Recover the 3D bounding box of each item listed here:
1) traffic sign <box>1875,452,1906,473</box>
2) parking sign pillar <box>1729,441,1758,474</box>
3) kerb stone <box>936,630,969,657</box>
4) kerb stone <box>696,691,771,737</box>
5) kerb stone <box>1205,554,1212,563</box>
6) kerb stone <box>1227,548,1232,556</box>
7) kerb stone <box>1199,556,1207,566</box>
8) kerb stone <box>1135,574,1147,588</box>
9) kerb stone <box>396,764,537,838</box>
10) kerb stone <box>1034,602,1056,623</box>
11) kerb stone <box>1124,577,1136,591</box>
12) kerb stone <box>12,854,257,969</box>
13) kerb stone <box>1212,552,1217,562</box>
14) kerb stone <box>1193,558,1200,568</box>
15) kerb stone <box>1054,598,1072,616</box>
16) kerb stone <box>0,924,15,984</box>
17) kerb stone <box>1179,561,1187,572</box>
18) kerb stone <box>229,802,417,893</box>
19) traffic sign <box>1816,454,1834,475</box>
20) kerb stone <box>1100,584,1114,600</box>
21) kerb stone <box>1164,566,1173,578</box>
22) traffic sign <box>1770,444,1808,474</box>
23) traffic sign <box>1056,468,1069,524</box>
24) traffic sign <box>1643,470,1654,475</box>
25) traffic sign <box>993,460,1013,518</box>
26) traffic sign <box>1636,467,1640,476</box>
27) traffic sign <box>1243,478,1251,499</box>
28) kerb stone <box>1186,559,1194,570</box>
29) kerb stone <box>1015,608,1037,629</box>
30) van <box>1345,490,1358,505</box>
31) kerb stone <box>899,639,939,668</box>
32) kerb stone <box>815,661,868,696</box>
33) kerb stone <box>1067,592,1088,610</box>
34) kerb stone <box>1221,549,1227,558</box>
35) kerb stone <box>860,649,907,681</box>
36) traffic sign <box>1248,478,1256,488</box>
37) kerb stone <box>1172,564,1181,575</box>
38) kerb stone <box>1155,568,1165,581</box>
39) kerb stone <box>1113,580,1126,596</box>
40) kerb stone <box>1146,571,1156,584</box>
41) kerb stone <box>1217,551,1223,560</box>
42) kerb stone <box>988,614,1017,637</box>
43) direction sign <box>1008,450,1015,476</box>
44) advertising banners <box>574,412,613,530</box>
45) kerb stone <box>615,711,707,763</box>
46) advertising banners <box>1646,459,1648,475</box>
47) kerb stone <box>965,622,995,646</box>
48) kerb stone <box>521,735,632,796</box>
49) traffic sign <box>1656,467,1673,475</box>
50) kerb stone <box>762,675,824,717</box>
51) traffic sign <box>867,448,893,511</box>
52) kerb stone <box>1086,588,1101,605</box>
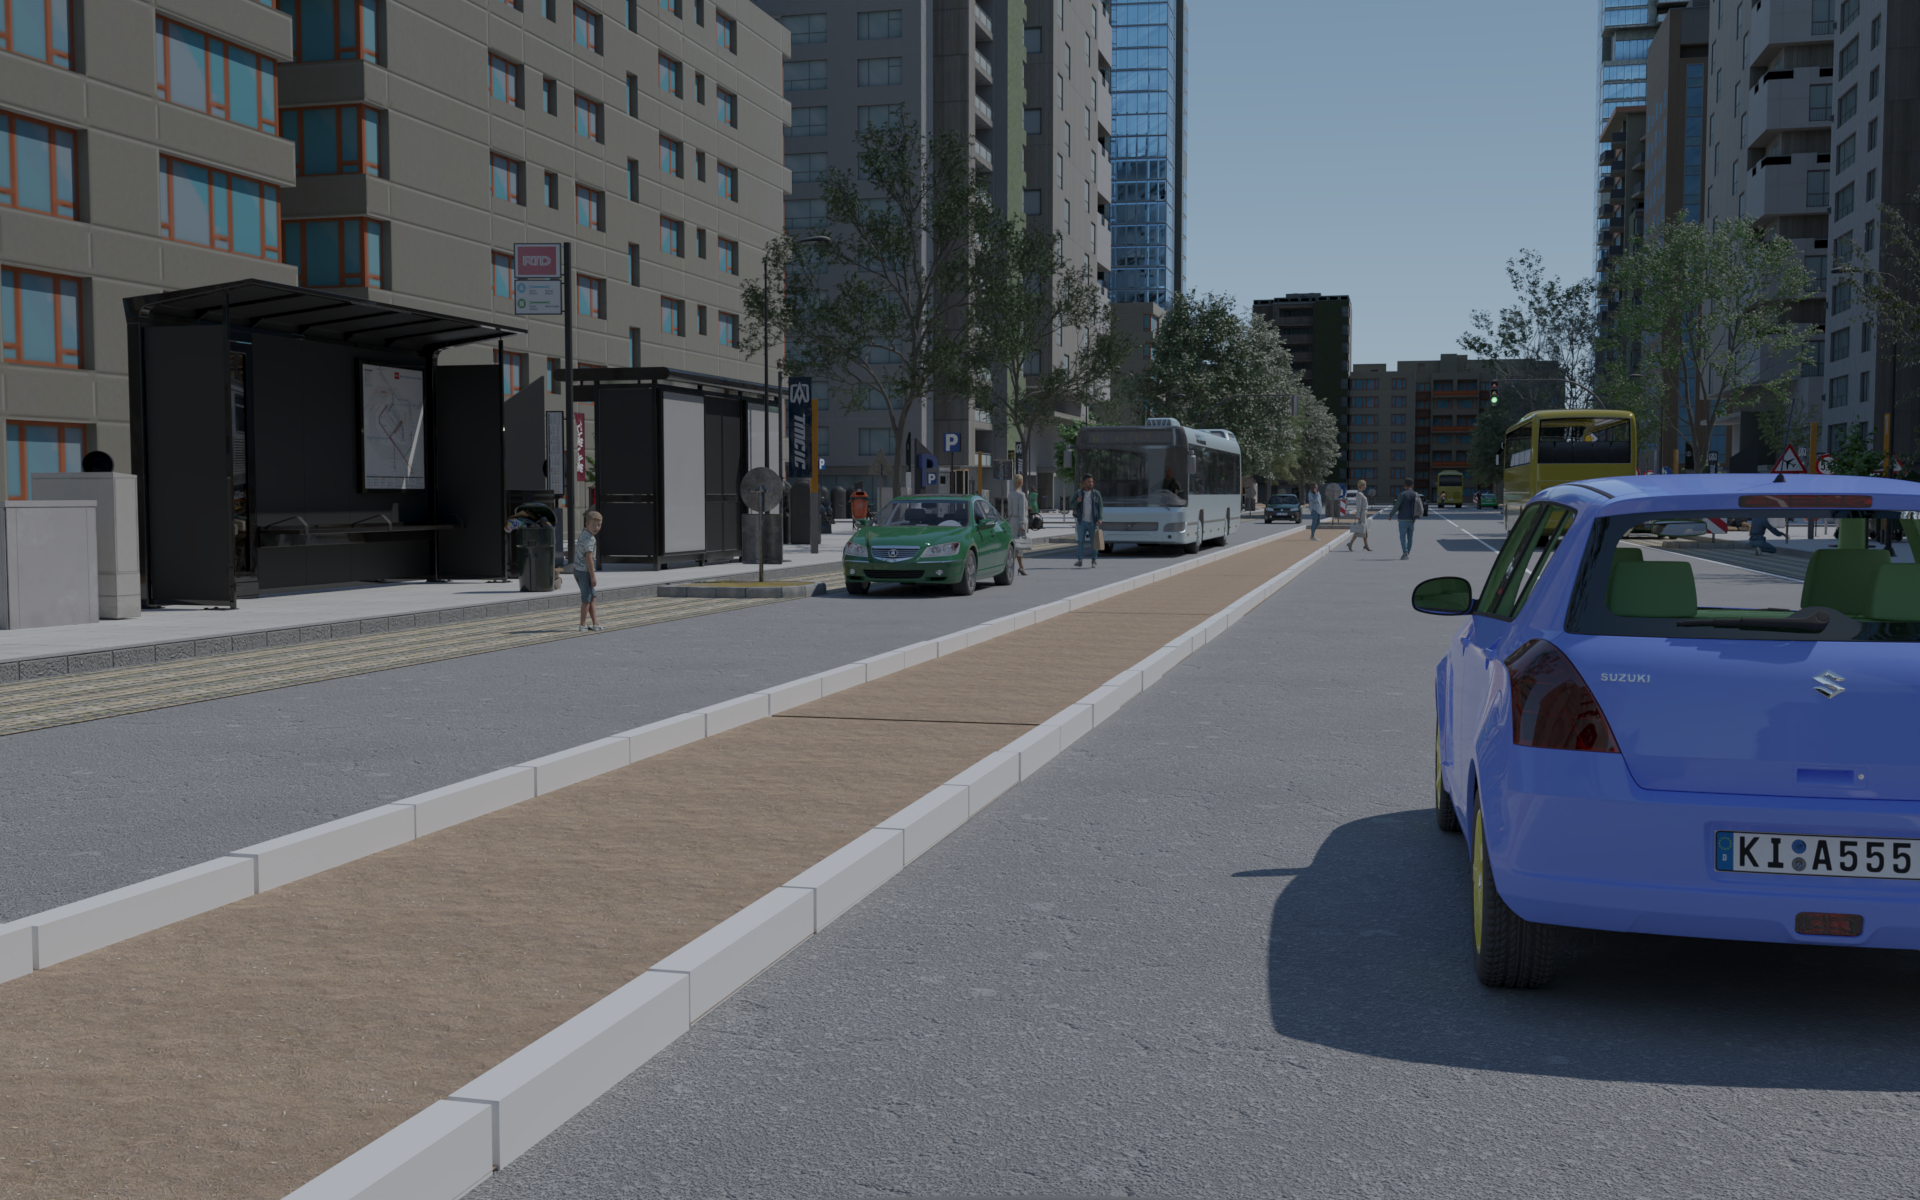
[{"bbox_3d":[24.022,-2.744,44.875,0.884,2.594,0.081,1,4,20],"label":"traffic sign"},{"bbox_3d":[39.280,-6.018,86.861,1.447,3.967,1.447,2,4,25],"label":"parking sign pillar"},{"bbox_3d":[-0.119,0.410,15.606,0.120,0.150,1.000,1,4,14],"label":"kerb stone"},{"bbox_3d":[-1.413,0.708,10.636,0.120,0.150,1.000,1,4,14],"label":"kerb stone"},{"bbox_3d":[4.993,-0.809,35.454,0.120,0.150,1.000,1,4,14],"label":"kerb stone"},{"bbox_3d":[6.017,-1.054,39.426,0.120,0.150,1.000,1,4,14],"label":"kerb stone"},{"bbox_3d":[4.739,-0.750,34.463,0.120,0.150,1.000,1,4,14],"label":"kerb stone"},{"bbox_3d":[2.688,-0.264,26.519,0.120,0.150,1.000,1,4,14],"label":"kerb stone"},{"bbox_3d":[-2.181,0.889,7.657,0.120,0.150,1.000,1,4,14],"label":"kerb stone"},{"bbox_3d":[0.898,0.161,19.569,0.120,0.150,1.000,1,4,14],"label":"kerb stone"},{"bbox_3d":[2.427,-0.200,25.521,0.120,0.150,1.000,1,4,14],"label":"kerb stone"},{"bbox_3d":[-2.688,1.019,5.678,0.120,0.150,1.000,1,4,14],"label":"kerb stone"},{"bbox_3d":[5.247,-0.872,36.449,0.120,0.150,1.000,1,4,14],"label":"kerb stone"},{"bbox_3d":[4.473,-0.689,33.466,0.120,0.150,1.000,1,4,14],"label":"kerb stone"},{"bbox_3d":[1.146,0.109,20.561,0.120,0.150,1.000,1,4,14],"label":"kerb stone"},{"bbox_3d":[-2.940,1.071,4.679,0.120,0.150,1.000,1,4,14],"label":"kerb stone"},{"bbox_3d":[3.963,-0.568,31.486,0.120,0.150,1.000,1,4,14],"label":"kerb stone"},{"bbox_3d":[-2.431,0.950,6.666,0.120,0.150,1.000,1,4,14],"label":"kerb stone"},{"bbox_3d":[27.354,-3.335,54.640,0.768,2.556,0.104,1,4,20],"label":"traffic sign"},{"bbox_3d":[1.916,-0.082,23.530,0.120,0.150,1.000,1,4,14],"label":"kerb stone"},{"bbox_3d":[3.454,-0.447,29.502,0.120,0.150,1.000,1,4,14],"label":"kerb stone"},{"bbox_3d":[21.328,-2.728,44.609,0.884,2.594,0.081,1,4,16],"label":"traffic sign"},{"bbox_3d":[4.460,-4.525,74.094,0.768,2.556,0.104,1,4,15],"label":"traffic sign"},{"bbox_3d":[36.851,-5.656,92.574,0.768,2.556,0.104,1,4,17],"label":"traffic sign"},{"bbox_3d":[1.266,-3.017,51.456,0.606,2.300,0.079,1,4,19],"label":"traffic sign"},{"bbox_3d":[29.847,-4.708,77.083,0.768,2.556,0.104,1,4,17],"label":"traffic sign"},{"bbox_3d":[21.968,-8.149,133.341,0.768,2.556,0.104,1,4,16],"label":"traffic sign"},{"bbox_3d":[4.224,-0.629,32.474,0.120,0.150,1.000,1,4,14],"label":"kerb stone"},{"bbox_3d":[0.638,0.224,18.580,0.120,0.150,1.000,1,4,14],"label":"kerb stone"},{"bbox_3d":[41.952,-10.900,185.218,2.013,2.044,4.112,1,4,14],"label":"van"},{"bbox_3d":[-0.385,0.464,14.615,0.120,0.150,1.000,1,4,14],"label":"kerb stone"},{"bbox_3d":[-0.897,0.589,12.627,0.120,0.150,1.000,1,4,14],"label":"kerb stone"},{"bbox_3d":[1.408,0.039,21.550,0.120,0.150,1.000,1,4,14],"label":"kerb stone"},{"bbox_3d":[5.760,-0.991,38.436,0.120,0.150,1.000,1,4,14],"label":"kerb stone"},{"bbox_3d":[-0.637,0.525,13.618,0.120,0.150,1.000,1,4,14],"label":"kerb stone"},{"bbox_3d":[22.480,-8.181,133.864,0.768,2.556,0.104,1,4,22],"label":"traffic sign"},{"bbox_3d":[3.716,-0.506,30.490,0.120,0.150,1.000,1,4,14],"label":"kerb stone"},{"bbox_3d":[3.205,-0.386,28.510,0.120,0.150,1.000,1,4,14],"label":"kerb stone"},{"bbox_3d":[2.171,-0.143,24.527,0.120,0.150,1.000,1,4,14],"label":"kerb stone"},{"bbox_3d":[2.941,-0.325,27.510,0.120,0.150,1.000,1,4,14],"label":"kerb stone"},{"bbox_3d":[5.512,-0.932,37.442,0.120,0.150,1.000,1,4,14],"label":"kerb stone"},{"bbox_3d":[0.383,0.282,17.590,0.120,0.150,1.000,1,4,14],"label":"kerb stone"},{"bbox_3d":[2.896,-5.953,89.329,0.876,3.537,0.379,-1,4,-12],"label":"direction sign"},{"bbox_3d":[-8.024,-2.560,38.040,0.090,3.025,2.074,1,4,12],"label":"advertising banners"},{"bbox_3d":[-1.674,0.768,9.642,0.120,0.150,1.000,1,4,14],"label":"kerb stone"},{"bbox_3d":[34.311,-5.515,86.361,0.090,3.025,2.074,2,4,28],"label":"advertising banners"},{"bbox_3d":[0.135,0.350,16.597,0.120,0.150,1.000,1,4,14],"label":"kerb stone"},{"bbox_3d":[-1.923,0.829,8.646,0.120,0.150,1.000,1,4,14],"label":"kerb stone"},{"bbox_3d":[32.582,-4.898,80.189,0.768,2.556,0.104,1,4,22],"label":"traffic sign"},{"bbox_3d":[-1.151,0.647,11.624,0.120,0.150,1.000,1,4,14],"label":"kerb stone"},{"bbox_3d":[-2.264,-3.015,49.295,0.884,2.594,0.081,1,4,22],"label":"traffic sign"},{"bbox_3d":[1.660,-0.021,22.541,0.120,0.150,1.000,1,4,14],"label":"kerb stone"}]
